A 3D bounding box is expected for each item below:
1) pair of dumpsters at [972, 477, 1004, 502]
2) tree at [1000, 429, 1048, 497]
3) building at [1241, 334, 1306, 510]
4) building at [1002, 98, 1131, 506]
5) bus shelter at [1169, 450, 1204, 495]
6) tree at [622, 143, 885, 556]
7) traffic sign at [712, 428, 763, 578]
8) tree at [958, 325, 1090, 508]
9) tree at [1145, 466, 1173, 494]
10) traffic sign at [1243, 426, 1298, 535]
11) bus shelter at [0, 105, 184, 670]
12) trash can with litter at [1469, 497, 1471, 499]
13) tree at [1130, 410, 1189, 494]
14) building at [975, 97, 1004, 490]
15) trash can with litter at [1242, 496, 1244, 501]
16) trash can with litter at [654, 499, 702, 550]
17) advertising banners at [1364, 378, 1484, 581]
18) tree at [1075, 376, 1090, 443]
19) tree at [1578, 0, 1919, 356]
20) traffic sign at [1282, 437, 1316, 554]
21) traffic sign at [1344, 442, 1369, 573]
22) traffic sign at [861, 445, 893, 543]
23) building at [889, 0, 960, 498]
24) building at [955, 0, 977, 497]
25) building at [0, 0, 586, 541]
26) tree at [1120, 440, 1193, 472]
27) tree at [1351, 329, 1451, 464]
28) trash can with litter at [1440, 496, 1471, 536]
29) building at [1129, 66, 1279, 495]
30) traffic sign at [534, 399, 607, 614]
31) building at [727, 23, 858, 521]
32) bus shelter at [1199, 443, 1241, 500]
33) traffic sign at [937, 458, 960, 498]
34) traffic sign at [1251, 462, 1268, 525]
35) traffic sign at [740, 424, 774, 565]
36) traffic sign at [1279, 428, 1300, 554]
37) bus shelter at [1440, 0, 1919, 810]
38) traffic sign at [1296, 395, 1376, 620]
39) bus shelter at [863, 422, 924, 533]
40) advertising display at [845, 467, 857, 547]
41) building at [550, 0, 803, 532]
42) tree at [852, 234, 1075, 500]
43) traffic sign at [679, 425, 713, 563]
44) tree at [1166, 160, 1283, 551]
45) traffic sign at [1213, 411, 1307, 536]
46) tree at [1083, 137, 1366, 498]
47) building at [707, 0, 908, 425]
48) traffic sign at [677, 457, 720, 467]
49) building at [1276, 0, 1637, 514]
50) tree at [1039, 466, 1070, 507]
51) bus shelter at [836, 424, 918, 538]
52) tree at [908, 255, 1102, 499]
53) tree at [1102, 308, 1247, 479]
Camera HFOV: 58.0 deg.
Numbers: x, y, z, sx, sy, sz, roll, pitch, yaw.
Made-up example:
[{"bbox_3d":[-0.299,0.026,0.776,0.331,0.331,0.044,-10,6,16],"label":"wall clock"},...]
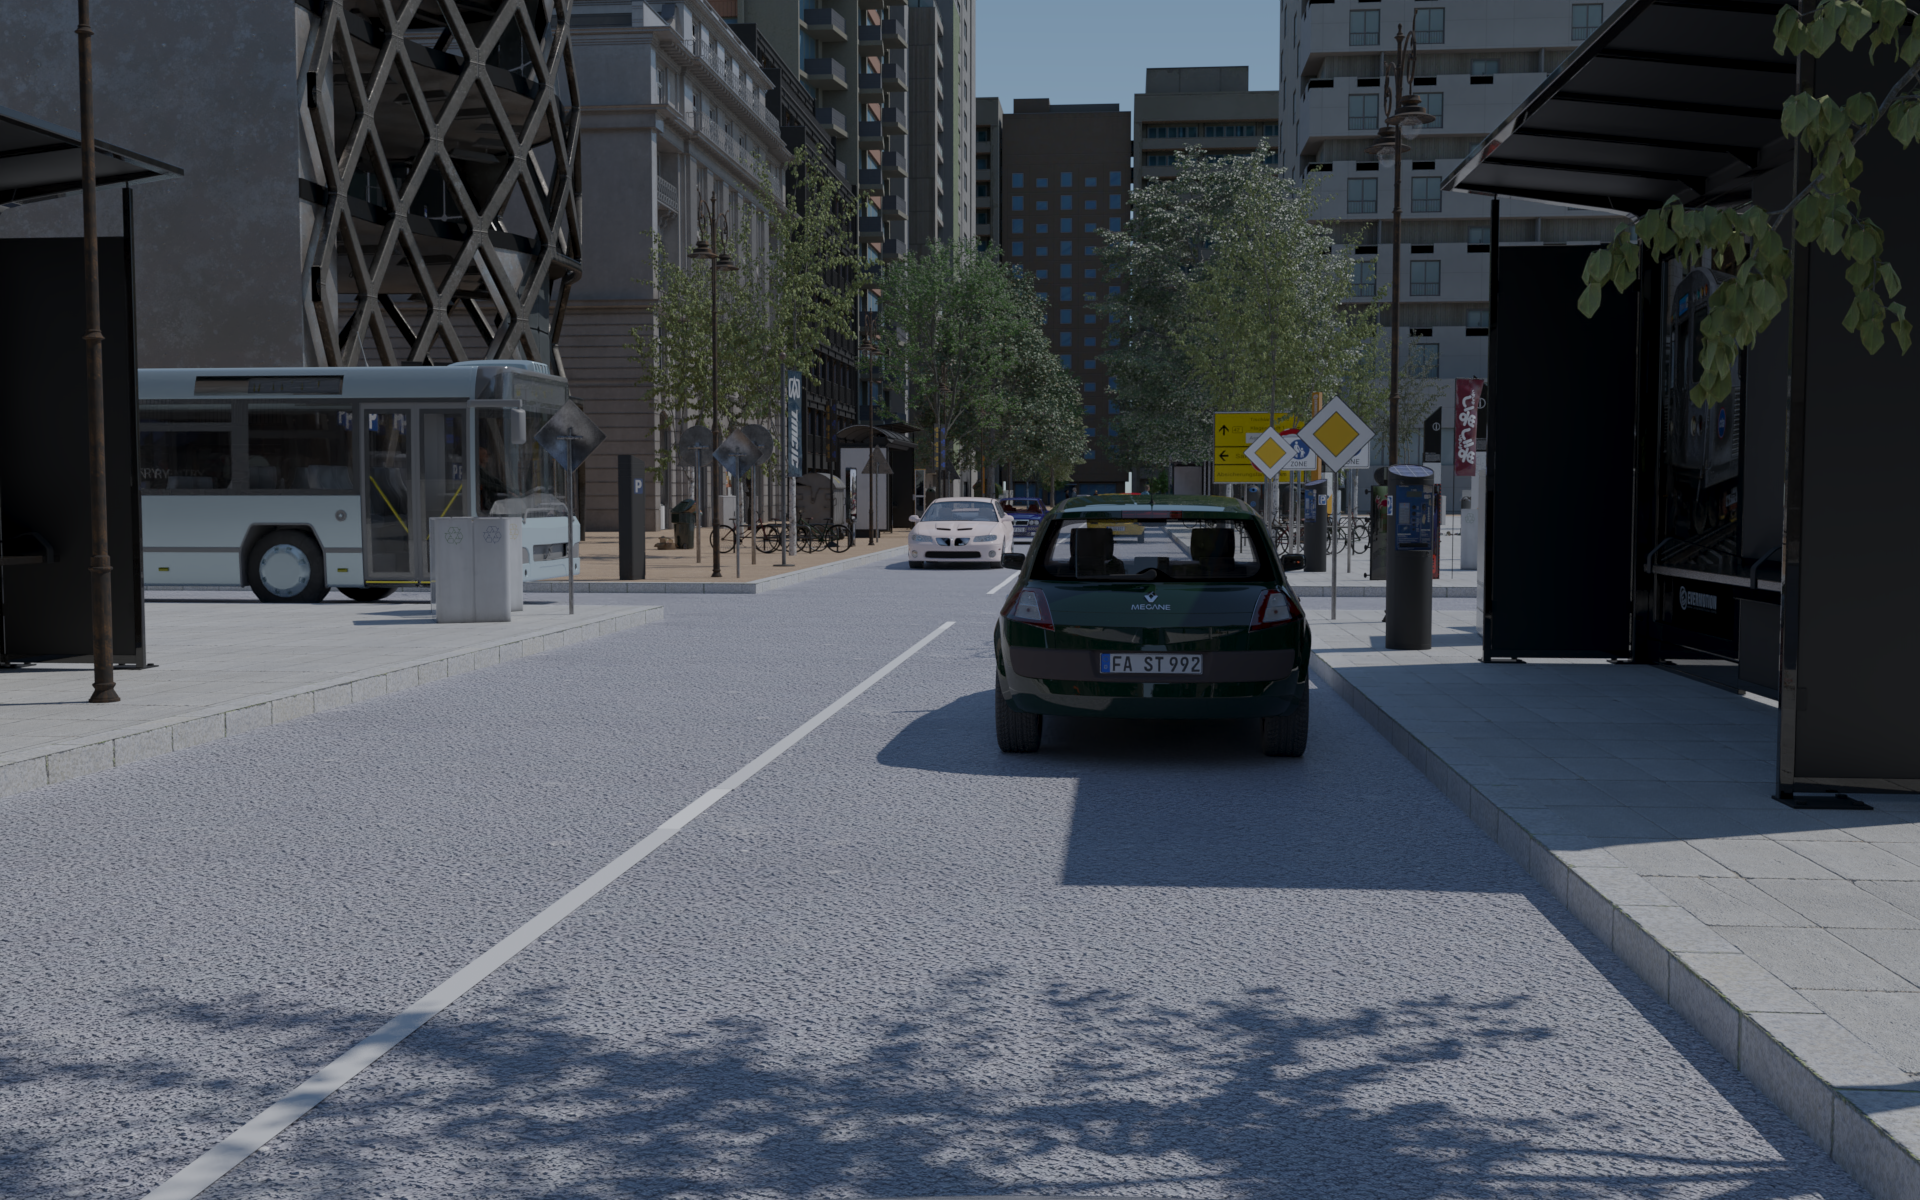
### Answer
[{"bbox_3d":[1.490,-5.618,94.342,1.574,2.255,4.437,0,4,5],"label":"pair of dumpsters"},{"bbox_3d":[4.338,-9.957,113.156,4.360,8.622,3.978,0,3,0],"label":"tree"},{"bbox_3d":[39.118,-18.760,151.764,27.650,21.520,28.899,0,4,5],"label":"building"},{"bbox_3d":[12.404,-33.575,199.062,14.200,45.320,14.600,0,4,5],"label":"building"},{"bbox_3d":[10.909,-5.375,81.811,2.014,3.302,5.546,0,4,6],"label":"bus shelter"},{"bbox_3d":[-3.719,-5.232,35.898,4.737,8.622,4.395,0,3,0],"label":"tree"},{"bbox_3d":[-3.383,-1.390,26.363,0.795,2.450,0.064,0,4,5],"label":"traffic sign"},{"bbox_3d":[2.559,-11.202,101.278,7.486,12.596,7.792,0,3,0],"label":"tree"},{"bbox_3d":[13.583,-7.446,116.337,1.663,3.219,1.824,0,3,0],"label":"tree"},{"bbox_3d":[4.574,-1.342,25.586,0.795,2.450,0.064,0,4,5],"label":"traffic sign"},{"bbox_3d":[-6.753,-1.123,9.650,1.731,3.624,6.357,0,4,5],"label":"bus shelter"},{"bbox_3d":[28.136,-5.077,94.388,1.055,1.170,0.624,-3,5,-40],"label":"trash can with litter"},{"bbox_3d":[16.316,-13.021,138.642,9.928,11.665,9.643,0,3,0],"label":"tree"},{"bbox_3d":[-5.201,-35.479,203.776,21.600,48.544,21.300,0,4,5],"label":"building"},{"bbox_3d":[13.741,-4.489,84.781,0.624,1.170,1.055,1,4,12],"label":"trash can with litter"},{"bbox_3d":[-6.519,-1.750,40.001,0.624,1.170,1.055,3,4,39],"label":"trash can with litter"},{"bbox_3d":[6.971,-1.820,25.941,2.074,3.025,0.090,-1,4,-21],"label":"advertising banners"},{"bbox_3d":[5.340,-12.059,122.920,9.928,11.665,9.643,0,3,0],"label":"tree"},{"bbox_3d":[3.154,-3.284,4.049,4.737,8.622,4.395,0,3,0],"label":"tree"},{"bbox_3d":[5.914,-1.720,30.258,0.606,2.300,0.079,1,4,12],"label":"traffic sign"},{"bbox_3d":[6.325,-1.589,28.110,0.606,2.300,0.079,0,4,6],"label":"traffic sign"},{"bbox_3d":[-2.186,-2.791,45.638,0.884,2.594,0.081,1,4,15],"label":"traffic sign"},{"bbox_3d":[-7.672,-27.836,138.705,14.154,41.232,14.086,0,4,5],"label":"building"},{"bbox_3d":[-9.524,-44.076,158.888,20.611,71.187,20.563,0,4,5],"label":"building"},{"bbox_3d":[-18.459,-10.763,43.427,16.820,18.784,16.811,0,4,5],"label":"building"},{"bbox_3d":[17.386,-13.128,149.060,7.601,10.594,8.767,2,4,27],"label":"tree"},{"bbox_3d":[19.464,-7.727,76.701,4.360,8.622,3.978,0,3,0],"label":"tree"},{"bbox_3d":[15.436,-2.616,53.829,1.678,1.210,2.233,3,5,43],"label":"trash can with litter"},{"bbox_3d":[30.503,-35.260,200.196,21.600,48.544,21.300,0,4,5],"label":"building"},{"bbox_3d":[-4.141,-0.903,18.414,0.795,2.450,0.064,0,4,5],"label":"traffic sign"},{"bbox_3d":[-12.658,-15.937,90.251,12.332,23.373,15.834,0,4,5],"label":"building"},{"bbox_3d":[11.113,-5.787,72.243,2.179,5.291,8.768,0,4,5],"label":"bus shelter"},{"bbox_3d":[-0.412,-3.858,63.076,0.884,2.594,0.081,1,4,14],"label":"traffic sign"},{"bbox_3d":[7.440,-2.569,42.115,0.768,2.556,0.104,1,4,14],"label":"traffic sign"},{"bbox_3d":[-3.755,-1.917,31.455,0.768,2.556,0.104,1,4,15],"label":"traffic sign"},{"bbox_3d":[6.435,-2.049,33.611,0.768,2.556,0.104,0,4,7],"label":"traffic sign"},{"bbox_3d":[4.195,-1.148,10.053,1.731,3.624,6.357,0,4,5],"label":"bus shelter"},{"bbox_3d":[3.815,-0.856,17.636,0.795,2.450,0.064,0,4,5],"label":"traffic sign"},{"bbox_3d":[-2.426,-4.174,59.527,1.731,3.624,6.357,0,4,5],"label":"bus shelter"},{"bbox_3d":[-2.638,-2.253,42.053,0.123,1.923,0.974,0,4,6],"label":"advertising display"},{"bbox_3d":[-15.086,-13.971,70.231,13.314,21.916,24.055,0,4,5],"label":"building"},{"bbox_3d":[-0.805,-8.785,69.394,9.928,11.665,9.643,0,3,0],"label":"tree"},{"bbox_3d":[-4.868,-1.961,32.174,0.768,2.556,0.104,1,4,11],"label":"traffic sign"},{"bbox_3d":[7.350,-5.411,38.832,4.737,8.622,4.395,0,3,0],"label":"tree"},{"bbox_3d":[7.350,-2.978,42.561,2.265,3.308,0.079,1,4,13],"label":"traffic sign"},{"bbox_3d":[9.352,-9.460,61.330,9.857,13.997,8.962,0,3,0],"label":"tree"},{"bbox_3d":[-15.398,-28.272,116.868,22.147,44.769,28.867,0,4,5],"label":"building"},{"bbox_3d":[-5.082,-2.055,33.609,0.884,2.594,0.081,1,4,14],"label":"traffic sign"},{"bbox_3d":[37.235,-32.629,122.718,28.713,52.752,27.495,0,4,5],"label":"building"},{"bbox_3d":[9.570,-11.894,178.172,4.285,4.588,4.351,0,3,0],"label":"tree"},{"bbox_3d":[-2.616,-3.612,52.986,2.014,3.302,5.546,0,4,6],"label":"bus shelter"},{"bbox_3d":[1.588,-10.174,83.358,9.611,12.733,9.660,0,3,0],"label":"tree"},{"bbox_3d":[12.601,-11.192,100.004,9.611,12.733,9.660,0,3,0],"label":"tree"}]
